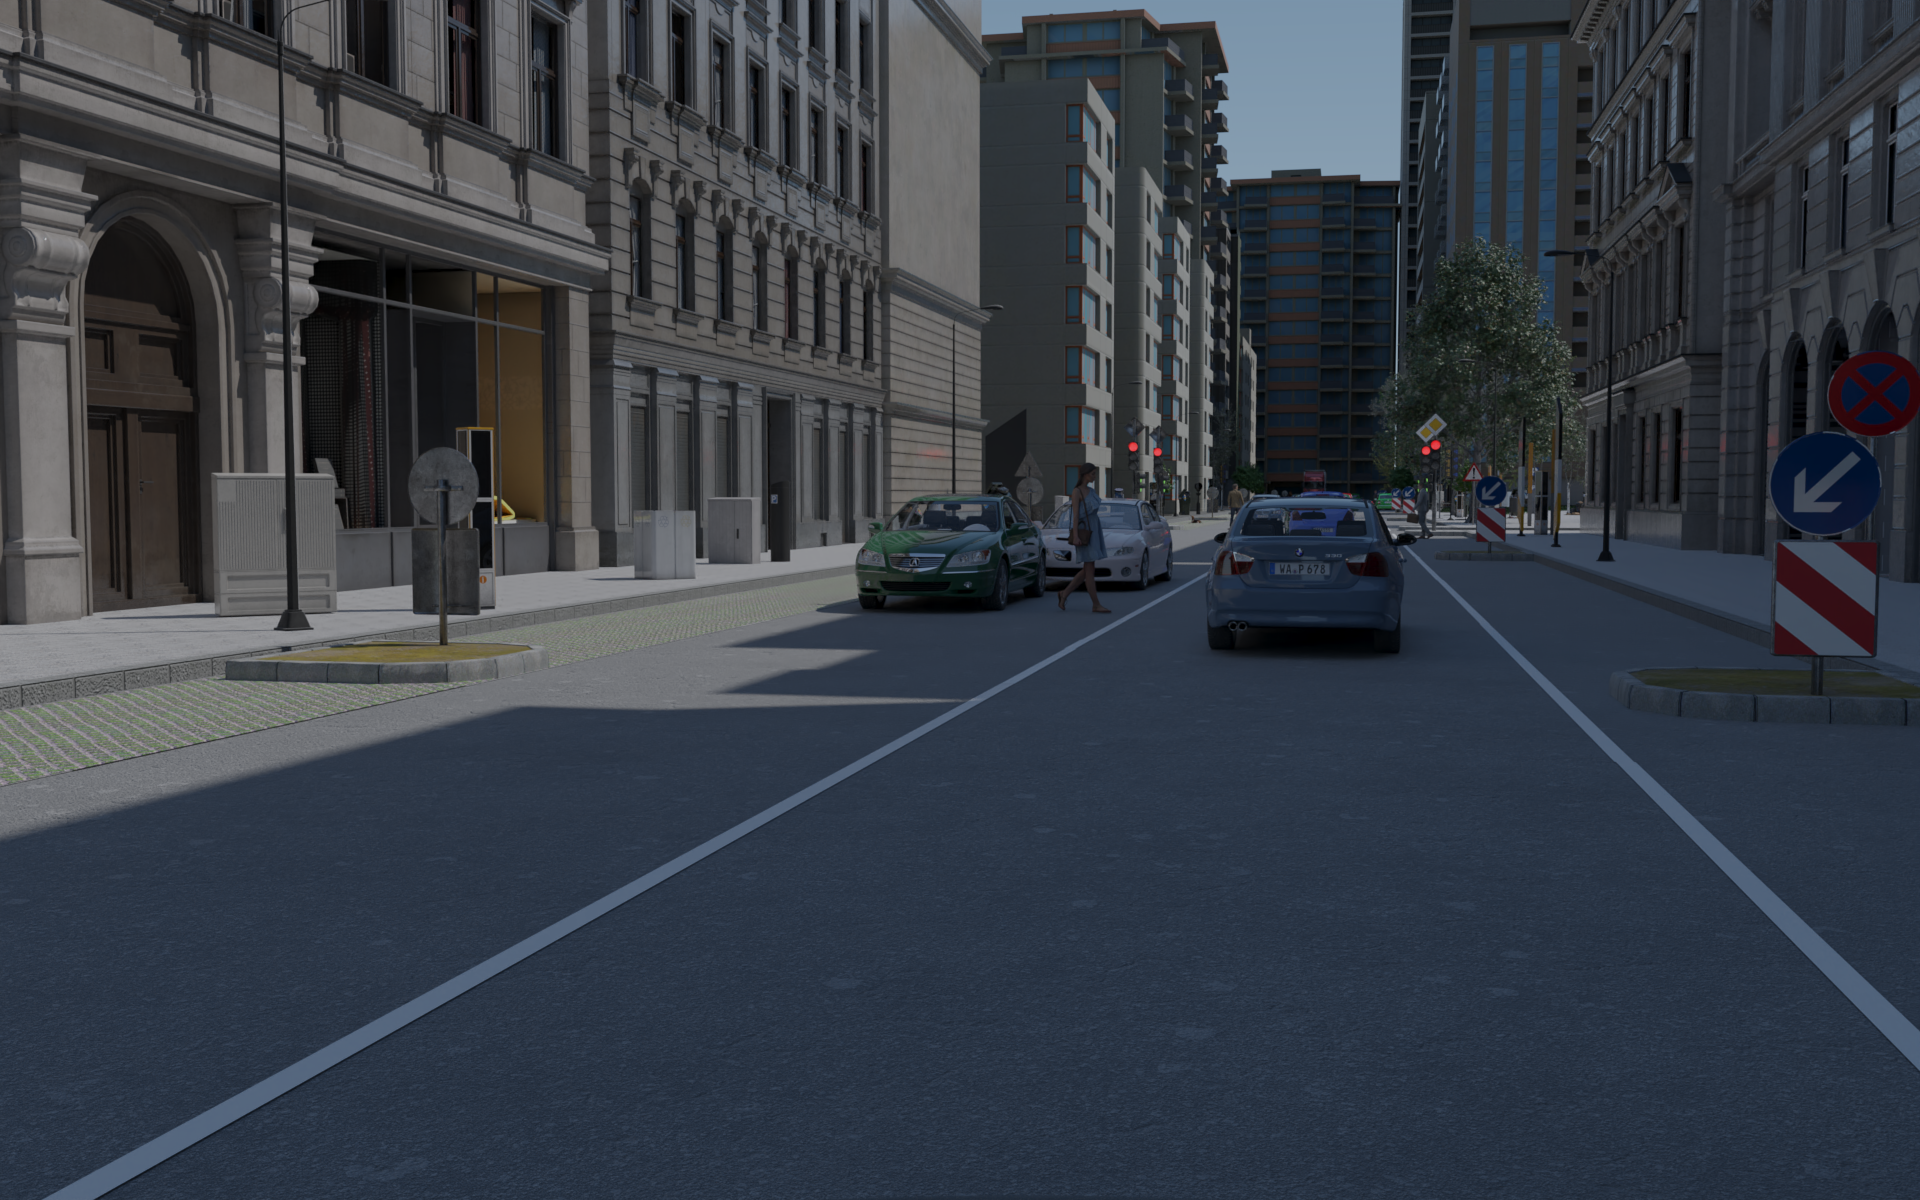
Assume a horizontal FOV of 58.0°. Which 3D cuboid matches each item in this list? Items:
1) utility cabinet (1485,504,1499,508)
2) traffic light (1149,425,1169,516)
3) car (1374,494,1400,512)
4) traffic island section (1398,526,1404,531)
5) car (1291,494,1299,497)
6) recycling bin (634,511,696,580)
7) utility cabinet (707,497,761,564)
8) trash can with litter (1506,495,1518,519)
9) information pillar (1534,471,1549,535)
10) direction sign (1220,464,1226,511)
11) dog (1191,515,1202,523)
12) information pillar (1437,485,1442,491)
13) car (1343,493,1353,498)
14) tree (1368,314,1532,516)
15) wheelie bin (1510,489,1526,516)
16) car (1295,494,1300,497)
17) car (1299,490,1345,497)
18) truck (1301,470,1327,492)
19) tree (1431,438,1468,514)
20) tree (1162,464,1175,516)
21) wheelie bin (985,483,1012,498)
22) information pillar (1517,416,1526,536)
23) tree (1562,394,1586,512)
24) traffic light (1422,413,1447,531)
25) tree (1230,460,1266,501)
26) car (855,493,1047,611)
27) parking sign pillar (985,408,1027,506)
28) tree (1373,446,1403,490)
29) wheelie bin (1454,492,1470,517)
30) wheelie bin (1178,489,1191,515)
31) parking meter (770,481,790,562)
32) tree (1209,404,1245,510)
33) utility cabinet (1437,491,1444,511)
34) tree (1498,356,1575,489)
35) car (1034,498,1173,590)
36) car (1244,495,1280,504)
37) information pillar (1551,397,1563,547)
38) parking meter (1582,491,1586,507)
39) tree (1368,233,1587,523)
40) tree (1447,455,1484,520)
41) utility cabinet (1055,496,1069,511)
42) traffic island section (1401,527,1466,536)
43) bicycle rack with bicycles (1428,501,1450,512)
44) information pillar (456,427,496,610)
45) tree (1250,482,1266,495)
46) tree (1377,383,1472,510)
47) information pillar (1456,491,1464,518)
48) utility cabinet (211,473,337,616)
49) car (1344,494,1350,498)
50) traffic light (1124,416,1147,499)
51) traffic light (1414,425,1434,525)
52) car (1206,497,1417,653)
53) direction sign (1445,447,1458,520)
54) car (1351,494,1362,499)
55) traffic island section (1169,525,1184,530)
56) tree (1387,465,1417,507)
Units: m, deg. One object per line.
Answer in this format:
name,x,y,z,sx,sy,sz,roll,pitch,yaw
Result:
utility cabinet,31.451,-5.726,102.298,0.318,1.500,1.173,3,5,42
traffic light,8.075,-4.983,70.400,0.839,4.253,0.868,1,4,13
car,32.224,-7.445,130.516,1.959,1.807,4.718,1,4,13
traffic island section,18.318,-2.809,68.216,2.009,0.180,2.903,1,4,13
car,32.367,-9.391,165.335,2.131,1.459,4.920,1,4,14
recycling bin,-4.476,-0.838,26.250,0.722,1.027,0.722,-2,4,-35
utility cabinet,-4.176,-1.273,31.981,1.020,1.237,0.306,2,4,30
trash can with litter,28.692,-4.888,90.984,2.233,1.210,1.678,0,4,-5
information pillar,18.296,-3.058,54.493,0.304,2.012,0.304,-2,4,-26
direction sign,19.791,-8.467,130.436,0.379,3.537,0.876,-1,4,-19
dog,11.486,-3.925,84.374,0.550,0.427,0.748,-2,4,-33
information pillar,37.671,-8.052,136.149,0.304,2.012,0.304,-1,4,-19
car,25.348,-6.481,115.001,2.155,1.783,4.494,1,4,14
tree,29.680,-11.792,103.165,12.009,13.543,11.850,0,3,0
wheelie bin,32.614,-5.705,101.190,0.980,1.594,0.693,-1,4,-15
car,10.939,-2.543,53.375,2.131,1.459,4.920,1,4,11
car,9.579,-2.220,45.887,1.945,1.707,3.694,1,4,11
truck,41.427,-13.045,202.202,2.839,4.237,11.283,1,4,13
tree,31.556,-10.002,113.895,4.360,8.622,3.978,0,3,0
tree,12.230,-6.641,103.175,1.663,3.219,1.824,0,3,0
wheelie bin,1.025,-2.461,48.153,0.693,1.594,0.980,2,4,29
information pillar,17.032,-3.741,52.520,0.183,3.616,0.504,0,4,5
tree,43.021,-10.503,122.085,4.360,8.622,3.978,0,3,0
traffic light,16.516,-4.367,60.322,0.839,4.253,0.868,1,4,13
tree,27.725,-11.195,166.747,4.285,4.588,4.351,0,3,0
car,-0.025,-0.680,22.920,2.131,1.459,4.920,1,4,12
parking sign pillar,1.447,-4.048,54.664,1.447,3.967,1.447,0,4,1
tree,53.915,-16.256,216.145,4.737,8.622,4.395,0,3,0
wheelie bin,27.962,-5.414,96.420,0.980,1.594,0.693,-3,5,-42
wheelie bin,13.672,-5.958,105.316,0.693,1.594,0.980,-1,4,-10
parking meter,-3.407,-1.494,32.831,0.372,1.533,0.369,0,3,0
tree,21.094,-11.636,140.607,4.360,8.622,3.978,0,3,0
utility cabinet,36.764,-7.587,132.724,0.318,1.500,1.173,2,4,32
tree,28.632,-8.298,86.040,4.737,8.622,4.395,0,3,0
car,2.251,-0.923,27.451,2.083,1.381,4.827,1,4,14
car,13.880,-4.076,78.651,2.014,1.417,4.499,1,4,14
information pillar,14.425,-3.084,41.773,0.183,3.616,0.504,1,4,10
parking meter,45.136,-7.139,125.125,0.372,1.533,0.369,0,3,0
tree,22.924,-9.740,76.263,9.611,12.733,9.660,0,3,0
tree,24.987,-5.566,85.607,1.663,3.219,1.824,0,3,0
utility cabinet,3.510,-2.958,59.531,0.306,1.237,1.020,1,4,15
traffic island section,16.553,-2.333,60.428,2.009,0.180,2.903,1,4,13
bicycle rack with bicycles,35.410,-6.965,127.255,2.925,0.926,2.852,0,4,-4
information pillar,-5.371,-0.901,19.227,0.304,2.012,0.304,-3,5,-41
tree,34.005,-12.277,195.334,1.663,3.219,1.824,0,3,0
tree,38.123,-13.190,141.405,9.928,11.665,9.643,0,3,0
information pillar,27.200,-5.485,94.167,0.304,2.012,0.304,2,4,31
utility cabinet,-7.248,-0.590,18.332,1.173,1.500,0.318,-2,4,-33
car,20.719,-5.094,95.083,2.131,1.459,4.920,1,4,13
traffic light,6.309,-4.507,62.611,0.839,4.253,0.868,1,4,13
traffic light,18.282,-4.843,68.111,0.839,4.253,0.868,1,4,13
car,3.455,-0.308,17.034,2.014,1.417,4.499,1,4,14
direction sign,23.864,-5.636,84.139,0.876,3.537,0.379,-2,4,-32
car,43.316,-11.132,190.804,1.959,1.807,4.718,1,4,13
traffic island section,8.038,-2.952,70.543,2.009,0.180,2.903,1,4,13
tree,43.724,-11.488,171.535,4.285,4.588,4.351,0,3,0
